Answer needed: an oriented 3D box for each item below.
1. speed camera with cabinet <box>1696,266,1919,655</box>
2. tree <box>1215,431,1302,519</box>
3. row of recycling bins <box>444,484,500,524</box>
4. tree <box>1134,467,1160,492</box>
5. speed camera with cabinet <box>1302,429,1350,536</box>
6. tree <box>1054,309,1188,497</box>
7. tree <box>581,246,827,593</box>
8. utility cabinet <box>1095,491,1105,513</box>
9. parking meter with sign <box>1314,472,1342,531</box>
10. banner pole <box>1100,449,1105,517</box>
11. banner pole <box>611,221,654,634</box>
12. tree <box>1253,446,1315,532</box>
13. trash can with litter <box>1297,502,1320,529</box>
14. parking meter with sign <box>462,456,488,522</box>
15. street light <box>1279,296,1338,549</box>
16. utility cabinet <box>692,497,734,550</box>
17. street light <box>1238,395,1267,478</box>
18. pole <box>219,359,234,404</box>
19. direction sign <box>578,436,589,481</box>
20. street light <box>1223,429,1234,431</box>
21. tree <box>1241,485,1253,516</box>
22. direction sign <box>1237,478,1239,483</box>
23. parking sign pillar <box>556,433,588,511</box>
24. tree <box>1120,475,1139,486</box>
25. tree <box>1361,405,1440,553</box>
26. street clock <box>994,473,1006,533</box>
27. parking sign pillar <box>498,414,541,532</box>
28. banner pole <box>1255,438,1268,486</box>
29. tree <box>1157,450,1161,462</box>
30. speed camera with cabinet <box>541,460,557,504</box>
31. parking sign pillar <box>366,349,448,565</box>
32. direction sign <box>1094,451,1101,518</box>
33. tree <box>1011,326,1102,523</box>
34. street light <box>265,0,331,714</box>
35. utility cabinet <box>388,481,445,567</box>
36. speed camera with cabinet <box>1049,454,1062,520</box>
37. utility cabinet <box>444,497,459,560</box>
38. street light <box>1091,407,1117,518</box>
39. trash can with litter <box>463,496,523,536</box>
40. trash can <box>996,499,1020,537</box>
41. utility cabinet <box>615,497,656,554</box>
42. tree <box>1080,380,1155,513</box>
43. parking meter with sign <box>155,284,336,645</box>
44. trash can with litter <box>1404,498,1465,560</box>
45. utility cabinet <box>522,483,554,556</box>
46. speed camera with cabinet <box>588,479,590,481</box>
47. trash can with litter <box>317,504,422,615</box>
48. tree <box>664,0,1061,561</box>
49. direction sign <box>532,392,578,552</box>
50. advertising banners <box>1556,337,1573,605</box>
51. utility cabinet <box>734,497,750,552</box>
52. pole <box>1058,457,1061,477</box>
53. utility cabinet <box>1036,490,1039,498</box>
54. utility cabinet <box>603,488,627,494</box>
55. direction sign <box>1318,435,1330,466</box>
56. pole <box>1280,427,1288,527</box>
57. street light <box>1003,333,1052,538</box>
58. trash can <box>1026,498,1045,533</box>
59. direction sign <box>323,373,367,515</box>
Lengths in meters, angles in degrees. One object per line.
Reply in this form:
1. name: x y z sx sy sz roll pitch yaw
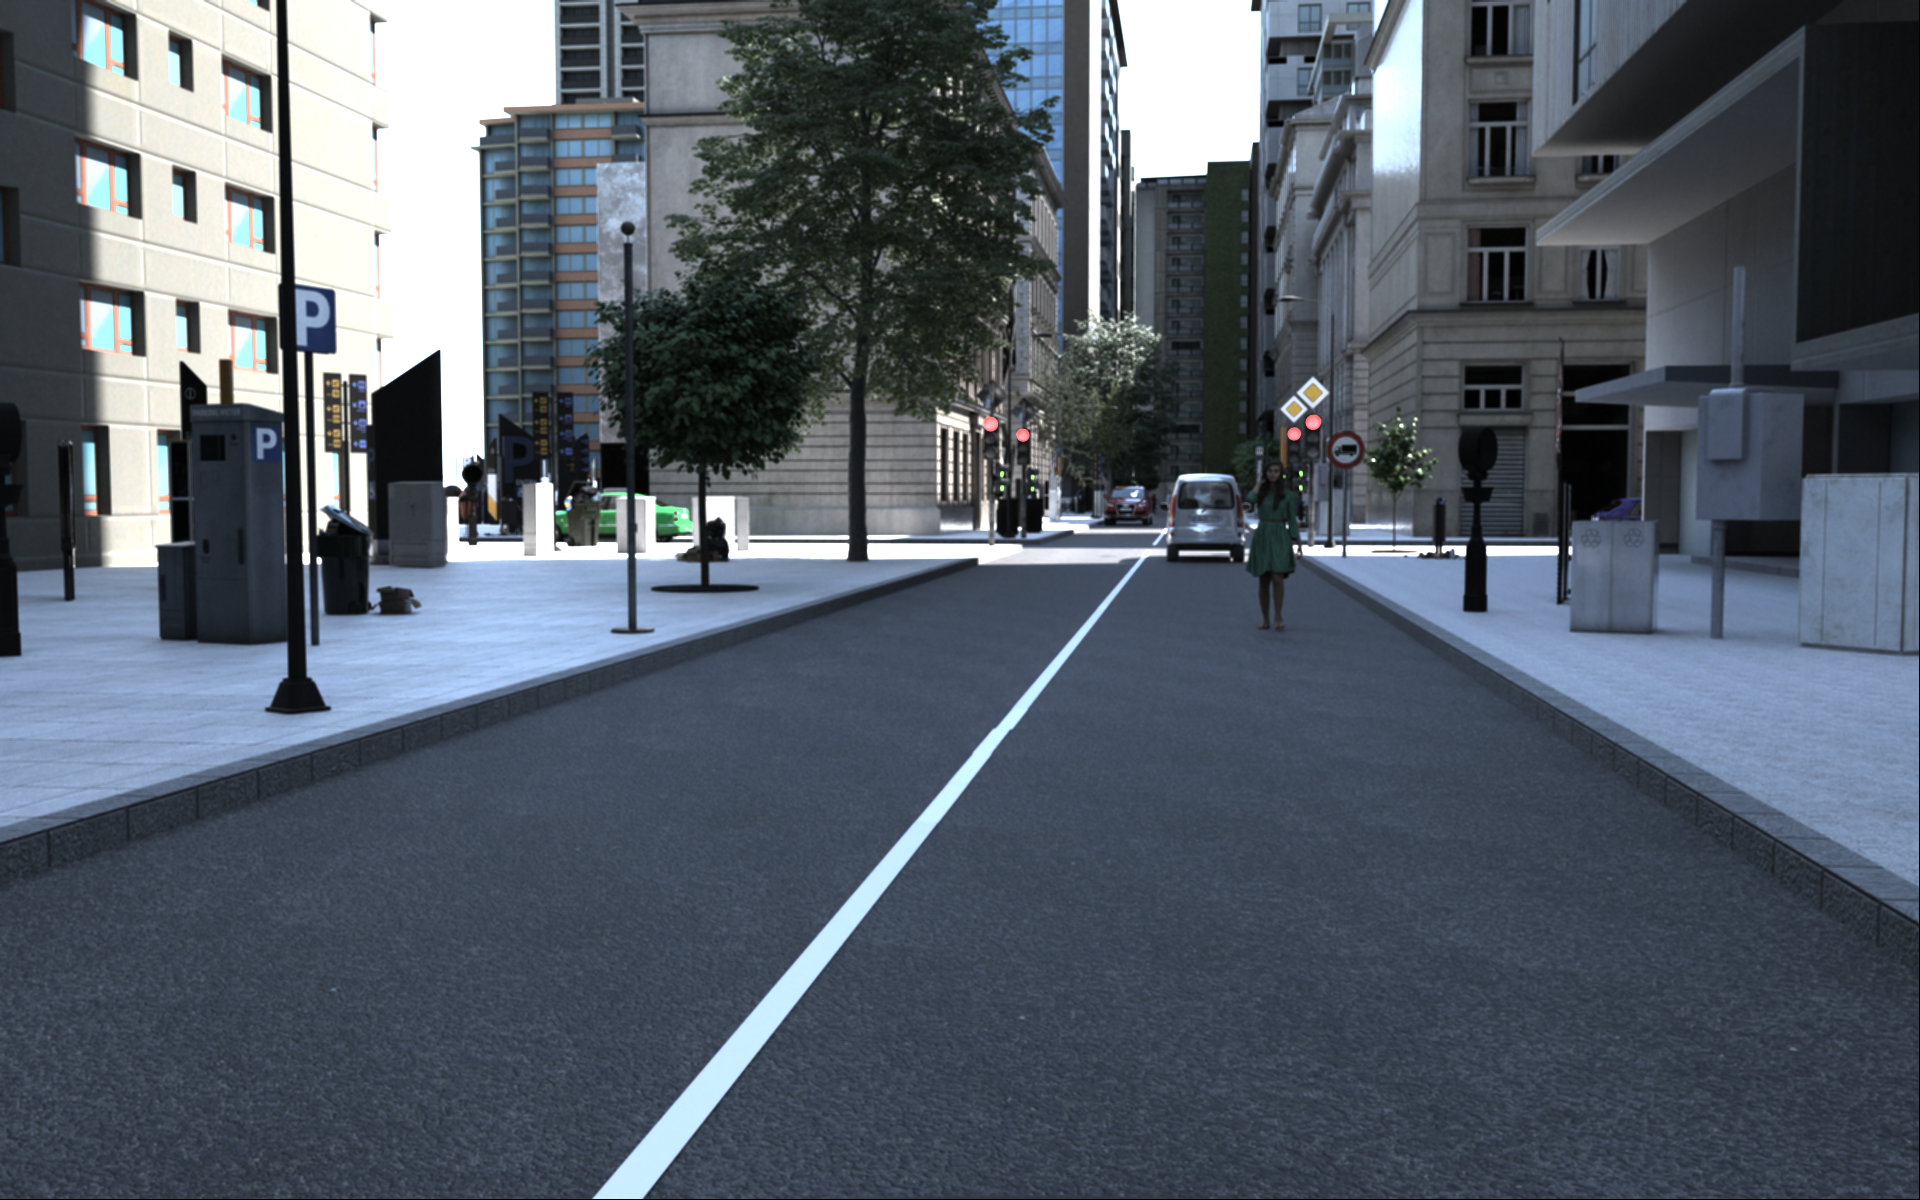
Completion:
1. speed camera with cabinet: 7.267 -1.242 14.643 0.660 3.252 2.038 -2 4 -27
2. tree: 16.248 -6.742 93.940 4.285 4.588 4.351 0 3 0
3. row of recycling bins: -20.599 -4.128 74.599 3.534 1.692 1.069 -3 4 -38
4. tree: 20.724 -12.748 192.141 4.285 4.588 4.351 0 3 0
5. speed camera with cabinet: 11.246 -3.597 53.151 0.660 3.252 2.038 3 5 41
6. tree: 10.620 -13.034 119.763 9.857 13.997 8.962 0 3 0
7. tree: -3.368 -2.414 23.188 4.285 4.588 4.351 0 3 0
8. utility cabinet: 9.442 -6.581 116.283 0.318 1.500 1.173 -1 4 -22
9. parking meter with sign: 13.113 -3.975 61.247 1.738 3.016 0.543 -3 4 -37
10. banner pole: 7.916 -6.504 96.353 0.401 3.779 0.863 1 4 21
11. banner pole: -3.087 -1.603 16.227 0.401 3.779 0.863 -1 4 -10
12. tree: 11.299 -3.967 59.455 1.663 3.219 1.824 0 3 0
13. trash can with litter: 12.931 -3.241 64.373 1.055 1.170 0.624 -3 4 -36
14. parking meter with sign: -22.517 -5.175 80.871 0.543 3.016 1.738 1 4 17
15. street light: 8.206 -4.175 40.806 1.470 5.913 1.316 0 4 8
16. utility cabinet: -5.654 -1.746 39.714 0.306 1.237 1.020 3 5 44
17. street light: 13.823 -6.662 81.457 1.470 5.913 1.316 0 4 8
18. pole: -11.128 -1.989 26.356 0.158 3.312 0.155 0 3 0
19. direction sign: -14.965 -4.640 67.854 0.876 3.537 0.379 -1 4 -19
20. street light: 19.456 -9.250 123.785 1.470 5.913 1.316 0 4 8
21. tree: 17.181 -6.548 101.666 1.663 3.219 1.824 0 3 0
22. direction sign: 19.064 -7.753 118.757 0.379 3.537 0.876 1 4 12
23. parking sign pillar: -16.978 -5.341 75.804 1.447 3.967 1.447 -1 4 -22
24. tree: 17.151 -10.842 171.874 1.663 3.219 1.824 0 3 0
25. tree: 9.638 -2.643 37.821 1.663 3.219 1.824 0 3 0
26. street clock: 1.308 -3.257 57.815 0.471 2.002 0.358 -1 4 -8
27. parking sign pillar: -14.772 -4.261 58.141 1.447 3.967 1.447 -2 4 -27
28. banner pole: 13.389 -5.302 76.711 0.863 3.779 0.401 -2 4 -25
29. tree: 19.117 -14.088 180.707 4.737 8.622 4.395 0 3 0
30. speed camera with cabinet: -23.659 -6.527 101.044 2.038 3.252 0.660 -3 4 -36
31. parking sign pillar: -10.209 -2.655 31.875 1.447 3.967 1.447 -3 5 -41
32. direction sign: 7.249 -6.077 91.353 0.379 3.537 0.876 -1 4 -20
33. tree: 4.255 -7.631 75.132 4.360 8.622 3.978 0 3 0
34. street light: -3.387 -2.291 10.003 1.470 5.913 1.316 0 4 8
35. utility cabinet: -9.542 -1.327 30.368 1.173 1.500 0.318 2 4 35
36. speed camera with cabinet: 4.675 -5.544 84.979 0.660 3.252 2.038 0 4 5
37. utility cabinet: -10.118 -1.401 34.064 0.306 1.237 1.020 0 4 -4
38. street light: 7.678 -7.332 92.411 1.470 5.913 1.316 0 4 8
39. trash can with litter: -14.277 -2.583 53.282 2.233 1.210 1.678 -2 4 -35
40. trash can: 1.453 -2.476 52.138 0.748 1.137 0.748 0 3 0
41. utility cabinet: -7.030 -1.612 37.519 1.020 1.237 0.306 3 5 41
42. tree: 9.442 -9.839 111.237 4.737 8.622 4.395 0 3 0
43. parking meter with sign: -6.224 -1.144 14.959 1.738 3.016 0.543 2 4 25
44. trash can with litter: 9.844 -1.463 34.975 1.678 1.210 2.233 2 4 24
45. utility cabinet: -8.778 -1.671 35.994 0.318 1.500 1.173 0 4 3
46. speed camera with cabinet: -23.012 -6.643 102.941 2.038 3.252 0.660 2 4 25
47. trash can with litter: -6.345 -0.441 18.603 1.055 1.170 0.624 0 4 -5
48. tree: -1.570 -7.007 32.694 7.486 12.596 7.792 0 3 0
49. direction sign: -9.035 -2.846 38.527 0.876 3.537 0.379 -1 4 -15
50. advertising banners: 7.086 -1.477 20.331 0.090 3.025 2.074 2 4 23
51. utility cabinet: -4.888 -1.704 39.029 0.306 1.237 1.020 0 4 -7
52. pole: 5.496 -6.236 95.795 0.158 3.312 0.155 0 3 0
53. utility cabinet: 3.579 -4.941 89.466 0.318 1.500 1.173 3 5 40
54. utility cabinet: -12.229 -3.264 62.047 1.173 1.500 0.318 2 4 27
55. direction sign: 13.879 -4.530 66.068 0.379 3.537 0.876 3 5 42
56. pole: 9.781 -3.579 52.367 0.158 3.312 0.155 0 3 0
57. street light: 1.969 -4.749 50.192 1.470 5.913 1.316 0 4 8
58. trash can: 2.442 -2.807 57.545 0.748 1.137 0.748 0 3 0
59. direction sign: -11.564 -2.488 32.677 0.379 3.537 0.876 3 5 39
